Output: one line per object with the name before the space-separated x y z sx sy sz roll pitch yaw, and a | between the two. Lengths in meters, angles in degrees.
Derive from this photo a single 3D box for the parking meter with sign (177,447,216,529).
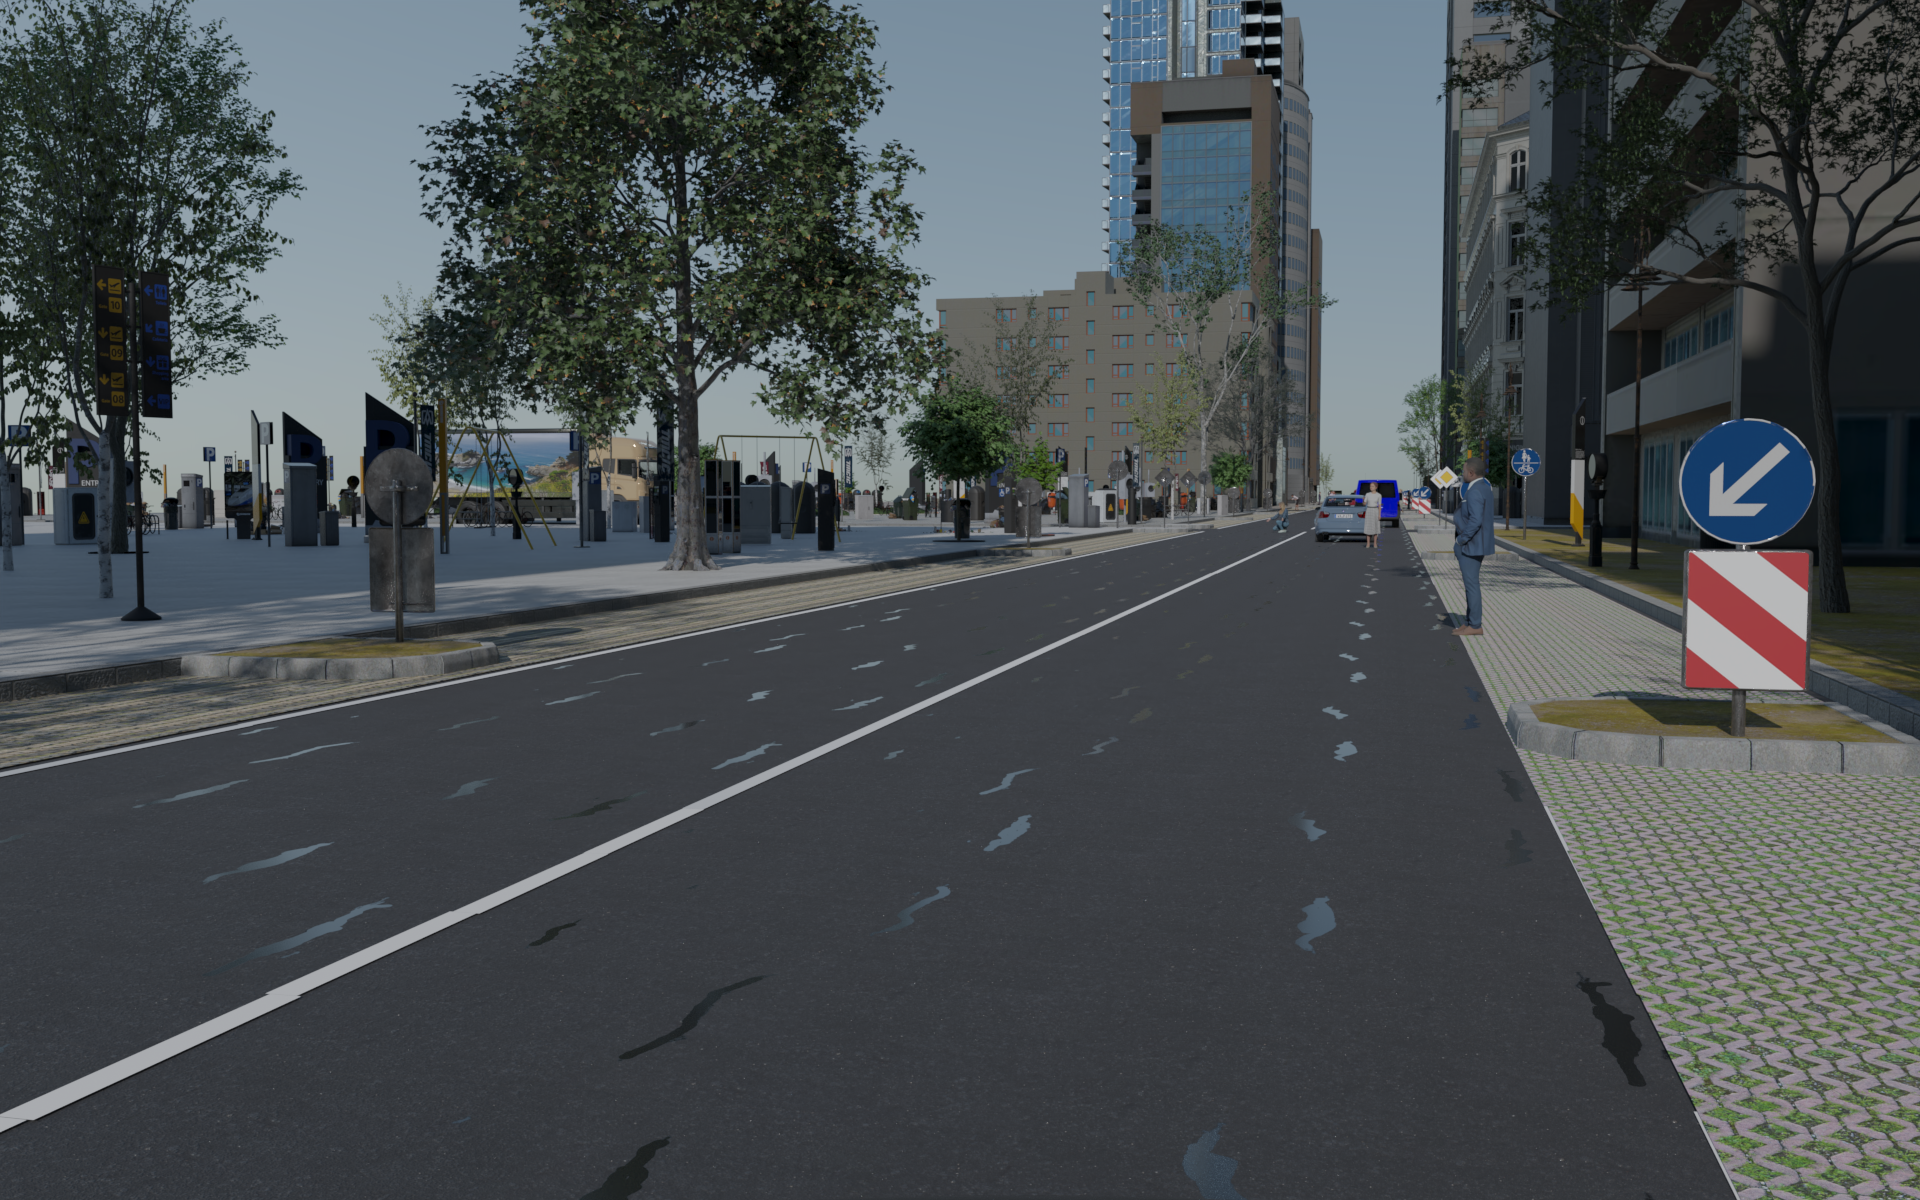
parking meter with sign | -28.501 -4.162 64.313 1.738 3.016 0.543 1 4 19

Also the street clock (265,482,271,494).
street clock | -41.136 -6.018 102.957 0.358 2.002 0.471 -2 4 -29

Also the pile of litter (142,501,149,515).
pile of litter | -48.790 -5.451 103.081 1.719 0.858 1.176 3 4 36

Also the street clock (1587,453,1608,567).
street clock | 11.222 -1.588 30.531 0.358 2.002 0.471 0 4 2

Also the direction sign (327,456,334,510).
direction sign | -37.170 -6.729 102.016 0.876 3.537 0.379 2 4 33

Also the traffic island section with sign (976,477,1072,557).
traffic island section with sign | 1.555 -1.946 40.447 1.989 1.847 2.006 1 4 14

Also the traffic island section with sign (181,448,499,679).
traffic island section with sign | -4.940 -0.346 14.283 1.989 1.847 2.006 1 4 14

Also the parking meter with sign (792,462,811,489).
parking meter with sign | -8.930 -6.087 95.782 0.543 3.016 1.738 -3 5 -39

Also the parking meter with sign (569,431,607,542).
parking meter with sign | -10.113 -3.124 47.334 0.543 3.016 1.738 -2 4 -31

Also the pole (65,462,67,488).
pole | -56.893 -7.119 110.234 0.158 3.312 0.155 0 3 0

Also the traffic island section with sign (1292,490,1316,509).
traffic island section with sign | 33.577 -9.852 169.708 1.989 1.847 2.006 1 4 14

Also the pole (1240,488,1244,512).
pole | 19.821 -7.820 121.696 0.158 3.312 0.155 0 3 0

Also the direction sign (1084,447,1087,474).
direction sign | 6.115 -5.641 84.235 0.379 3.537 0.876 1 4 10

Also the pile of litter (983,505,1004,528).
pile of litter | 1.633 -3.174 65.867 1.719 0.858 1.176 1 4 18

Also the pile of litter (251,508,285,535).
pile of litter | -22.023 -2.504 54.901 1.719 0.858 1.176 -2 4 -30

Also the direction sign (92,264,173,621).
direction sign | -8.340 -1.562 17.537 0.379 3.537 0.876 2 4 26

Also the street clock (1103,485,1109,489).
street clock | 11.111 -7.787 131.887 0.471 2.002 0.358 1 4 13

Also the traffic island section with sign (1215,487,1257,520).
traffic island section with sign | 15.046 -5.278 94.918 1.989 1.847 2.006 1 4 14

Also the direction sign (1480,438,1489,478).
direction sign | 21.102 -4.757 69.776 0.379 3.537 0.876 3 5 39

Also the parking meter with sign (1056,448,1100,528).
parking meter with sign | 4.513 -4.257 65.862 1.738 3.016 0.543 2 4 35

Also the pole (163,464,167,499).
pole | -54.627 -7.659 119.061 0.158 3.312 0.155 0 3 0

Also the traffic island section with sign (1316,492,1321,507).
traffic island section with sign | 40.072 -11.452 195.872 1.989 1.847 2.006 1 4 14

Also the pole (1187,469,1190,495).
pole | 18.509 -8.966 140.430 0.158 3.312 0.155 0 3 0

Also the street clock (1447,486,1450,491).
street clock | 35.375 -7.398 125.534 0.358 2.002 0.471 0 4 -5

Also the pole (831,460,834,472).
pole | -7.643 -6.713 103.597 0.158 3.312 0.155 0 3 0

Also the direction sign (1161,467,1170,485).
direction sign | 17.482 -9.514 147.546 0.876 3.537 0.379 3 5 39

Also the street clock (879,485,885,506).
street clock | -6.497 -8.505 143.632 0.471 2.002 0.358 1 4 13

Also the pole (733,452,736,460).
pole | -10.831 -5.468 83.248 0.158 3.312 0.155 0 3 0

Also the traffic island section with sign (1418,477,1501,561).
traffic island section with sign | 11.150 -1.793 37.948 1.989 1.847 2.006 1 4 14

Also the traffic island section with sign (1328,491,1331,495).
traffic island section with sign | 60.005 -16.376 276.367 1.989 1.847 2.006 1 4 14

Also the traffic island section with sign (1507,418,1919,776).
traffic island section with sign | 4.198 -0.075 9.856 1.989 1.847 2.006 1 4 14

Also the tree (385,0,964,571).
tree | -4.674 -6.846 28.938 9.611 12.733 9.660 0 3 0

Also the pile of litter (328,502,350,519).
pile of litter | -32.476 -4.657 90.099 1.719 0.858 1.176 3 5 44

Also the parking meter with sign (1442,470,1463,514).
parking meter with sign | 32.520 -7.188 113.780 1.738 3.016 0.543 -2 4 -26

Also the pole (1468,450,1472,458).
pole | 23.719 -5.310 80.661 0.158 3.312 0.155 0 3 0

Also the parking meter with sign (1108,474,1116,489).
parking meter with sign | 11.877 -8.114 128.930 1.738 3.016 0.543 -2 4 -32

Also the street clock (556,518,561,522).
street clock | -18.761 -4.673 80.965 0.358 2.002 0.471 0 4 3

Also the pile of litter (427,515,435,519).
pile of litter | -28.377 -4.696 90.752 1.719 0.858 1.176 1 4 23

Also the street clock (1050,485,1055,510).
street clock | 7.388 -8.255 139.540 0.471 2.002 0.358 -1 4 -19

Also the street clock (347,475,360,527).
street clock | -23.434 -3.814 66.934 0.471 2.002 0.358 -1 4 -23

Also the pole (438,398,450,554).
pole | -11.047 -2.643 37.049 0.158 3.312 0.155 0 3 0

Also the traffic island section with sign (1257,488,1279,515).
traffic island section with sign | 21.593 -6.894 121.336 1.989 1.847 2.006 1 4 14

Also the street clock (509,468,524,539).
street clock | -12.560 -2.721 49.057 0.358 2.002 0.471 -3 5 -43

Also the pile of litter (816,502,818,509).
pile of litter | -9.015 -5.750 107.984 1.719 0.858 1.176 -3 5 -43

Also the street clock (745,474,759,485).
street clock | -7.697 -3.640 64.092 0.471 2.002 0.358 -3 4 -36

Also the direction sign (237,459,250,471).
direction sign | -46.876 -7.425 113.402 0.876 3.537 0.379 1 4 12

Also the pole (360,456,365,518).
pole | -32.064 -6.061 92.946 0.158 3.312 0.155 0 3 0

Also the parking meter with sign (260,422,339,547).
parking meter with sign | -16.180 -2.829 42.523 0.543 3.016 1.738 3 5 44

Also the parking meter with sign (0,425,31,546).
parking meter with sign | -23.651 -2.849 42.846 0.543 3.016 1.738 0 4 -1

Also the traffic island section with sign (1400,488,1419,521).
traffic island section with sign | 24.408 -5.066 91.462 1.989 1.847 2.006 1 4 14
